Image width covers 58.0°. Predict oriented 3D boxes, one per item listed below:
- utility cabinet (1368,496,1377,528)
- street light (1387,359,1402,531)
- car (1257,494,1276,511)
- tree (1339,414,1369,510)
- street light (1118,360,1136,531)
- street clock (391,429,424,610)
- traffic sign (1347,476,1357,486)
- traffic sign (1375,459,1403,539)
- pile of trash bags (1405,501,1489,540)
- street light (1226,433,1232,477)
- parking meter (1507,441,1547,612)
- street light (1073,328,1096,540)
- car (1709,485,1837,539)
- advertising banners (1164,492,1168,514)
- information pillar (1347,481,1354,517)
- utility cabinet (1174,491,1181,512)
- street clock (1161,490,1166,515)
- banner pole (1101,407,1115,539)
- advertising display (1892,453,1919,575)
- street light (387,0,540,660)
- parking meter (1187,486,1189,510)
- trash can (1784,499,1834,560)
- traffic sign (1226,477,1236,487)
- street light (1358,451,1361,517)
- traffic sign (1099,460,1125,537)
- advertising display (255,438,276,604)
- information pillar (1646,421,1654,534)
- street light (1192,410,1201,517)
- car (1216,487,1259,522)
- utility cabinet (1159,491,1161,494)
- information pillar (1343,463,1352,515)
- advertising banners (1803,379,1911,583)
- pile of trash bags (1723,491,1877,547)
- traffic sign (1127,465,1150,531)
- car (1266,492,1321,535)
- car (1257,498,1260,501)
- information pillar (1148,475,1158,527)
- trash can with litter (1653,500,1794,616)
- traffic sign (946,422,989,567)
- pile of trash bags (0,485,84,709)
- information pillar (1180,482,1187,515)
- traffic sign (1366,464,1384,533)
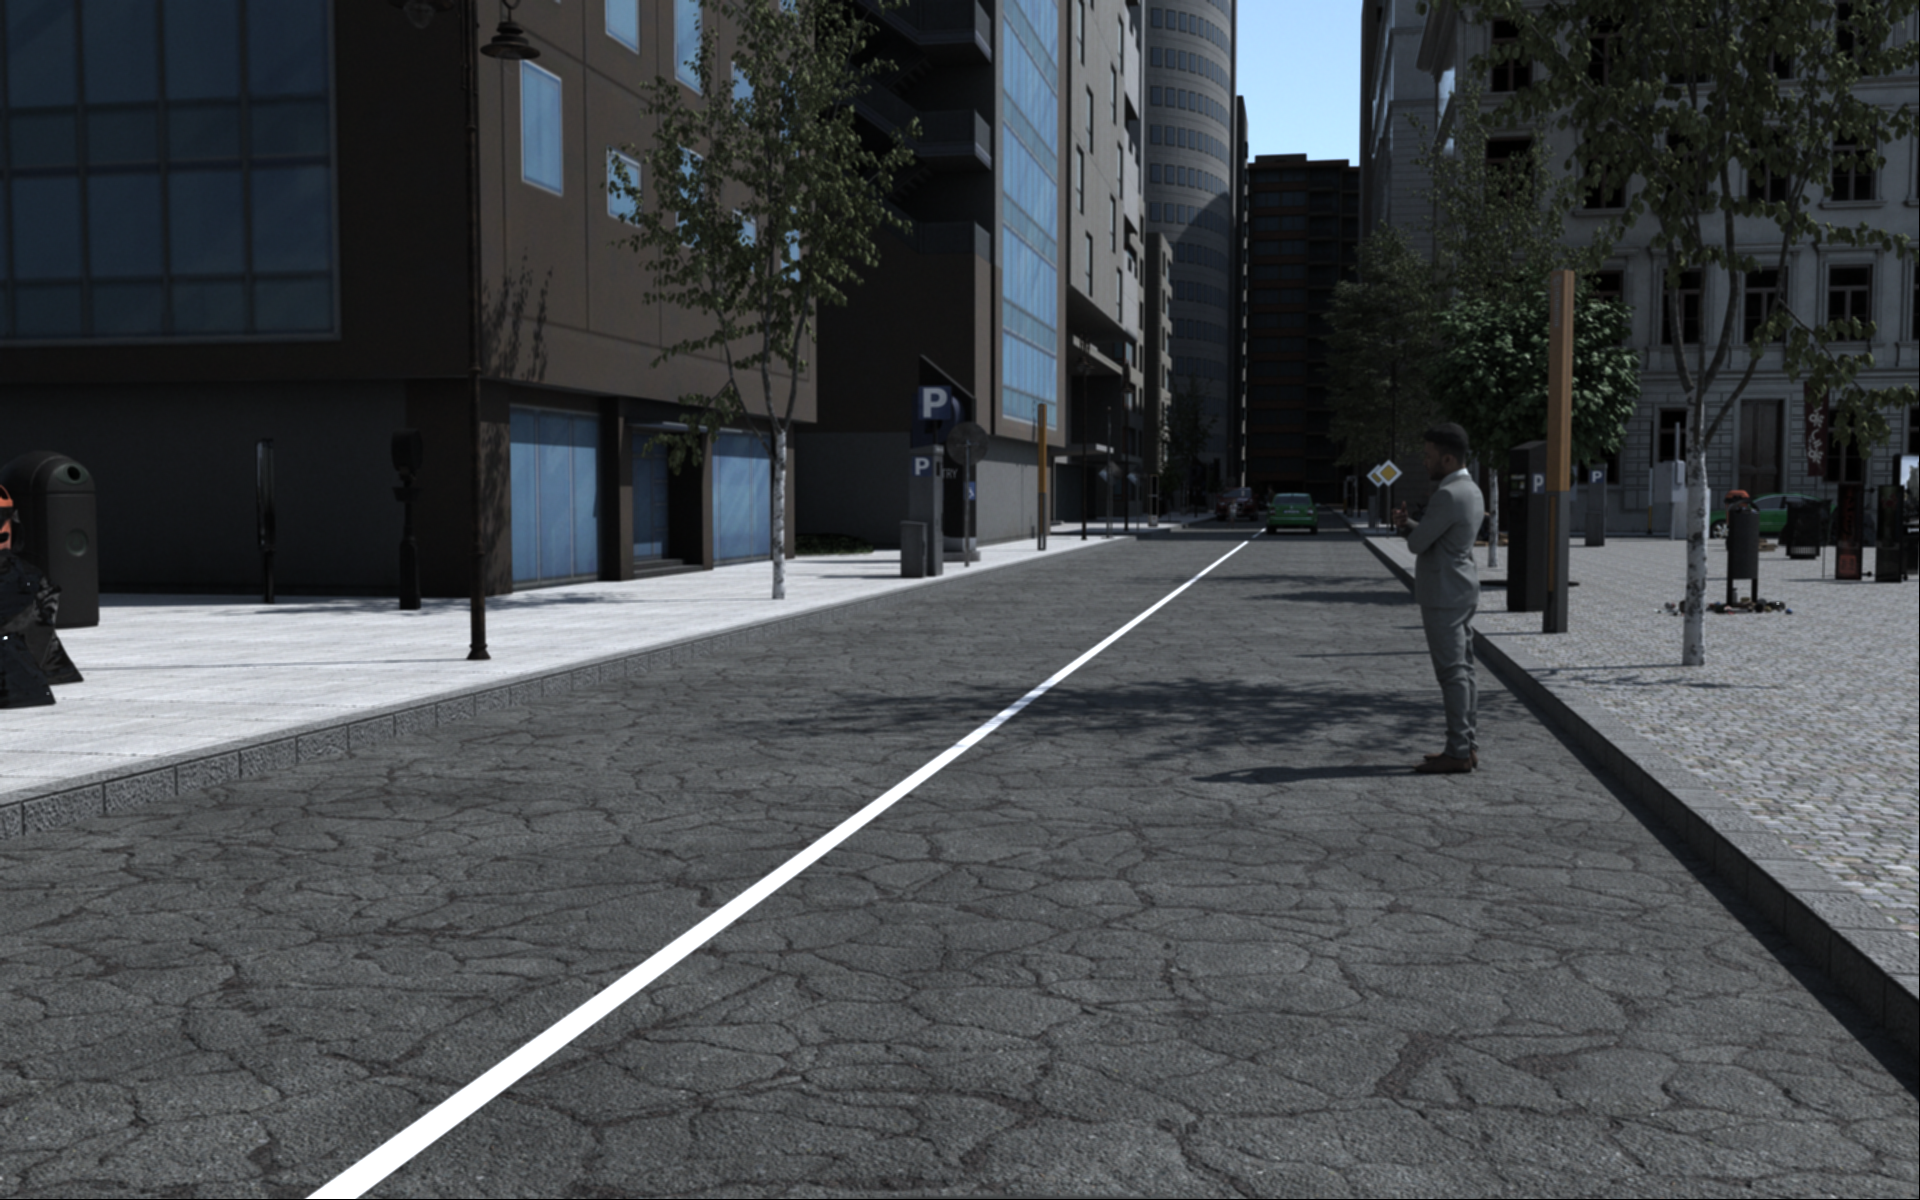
[{"bbox_3d":[15.912,-3.407,66.862,0.306,1.237,1.020,1,4,13],"label":"utility cabinet"},{"bbox_3d":[14.845,-5.294,59.338,0.468,5.910,1.993,1,4,11],"label":"street light"},{"bbox_3d":[27.029,-8.662,151.413,2.009,1.686,4.222,1,4,13],"label":"car"},{"bbox_3d":[31.198,-11.315,135.359,4.360,8.622,3.978,0,3,0],"label":"tree"},{"bbox_3d":[5.769,-5.328,59.900,0.468,5.910,1.993,1,4,11],"label":"street light"},{"bbox_3d":[-6.114,-0.895,19.203,0.358,2.002,0.471,0,4,-3],"label":"street clock"},{"bbox_3d":[22.159,-5.860,97.934,0.606,2.300,0.079,1,4,19],"label":"traffic sign"},{"bbox_3d":[12.339,-2.831,49.922,0.795,2.450,0.064,1,4,11],"label":"traffic sign"},{"bbox_3d":[14.127,-2.313,47.566,3.447,1.369,1.912,-1,4,-9],"label":"pile of trash bags"},{"bbox_3d":[20.166,-9.608,129.881,0.468,5.910,1.993,1,4,11],"label":"street light"},{"bbox_3d":[6.184,-0.806,18.892,0.399,1.863,0.255,-2,4,-35],"label":"parking meter"},{"bbox_3d":[3.471,-4.617,48.277,0.468,5.910,1.993,1,4,11],"label":"street light"},{"bbox_3d":[23.842,-2.588,51.106,4.718,1.807,1.959,1,4,13],"label":"car"},{"bbox_3d":[12.994,-6.895,108.919,0.090,3.025,2.074,0,4,-3],"label":"advertising banners"},{"bbox_3d":[21.689,-5.615,96.302,0.304,2.012,0.304,2,4,24],"label":"information pillar"},{"bbox_3d":[15.660,-6.989,122.951,0.318,1.500,1.173,3,5,43],"label":"utility cabinet"},{"bbox_3d":[12.568,-6.277,107.197,0.358,2.002,0.471,-1,4,-19],"label":"street clock"},{"bbox_3d":[4.315,-3.680,50.191,0.401,3.779,0.863,1,4,10],"label":"banner pole"},{"bbox_3d":[15.106,-1.363,27.502,0.974,1.923,0.123,-2,4,-33],"label":"advertising display"},{"bbox_3d":[-3.737,-2.476,13.267,0.468,5.910,1.993,1,4,11],"label":"street light"},{"bbox_3d":[16.572,-7.411,126.888,0.255,1.863,0.399,2,4,28],"label":"parking meter"},{"bbox_3d":[16.618,-1.374,34.117,0.748,1.137,0.748,0,3,0],"label":"trash can"},{"bbox_3d":[20.005,-7.820,127.969,0.768,2.556,0.104,1,4,14],"label":"traffic sign"},{"bbox_3d":[21.998,-7.493,95.299,0.468,5.910,1.993,1,4,11],"label":"street light"},{"bbox_3d":[4.510,-2.929,51.534,0.795,2.450,0.064,1,4,11],"label":"traffic sign"},{"bbox_3d":[-8.220,-0.936,20.513,0.123,1.923,0.974,-2,4,-27],"label":"advertising display"},{"bbox_3d":[22.114,-3.919,55.429,0.183,3.616,0.504,1,4,22],"label":"information pillar"},{"bbox_3d":[12.964,-7.474,94.991,0.468,5.910,1.993,1,4,11],"label":"street light"},{"bbox_3d":[14.811,-5.114,92.294,2.281,1.827,5.304,1,4,12],"label":"car"},{"bbox_3d":[15.132,-7.641,133.602,1.173,1.500,0.318,-1,4,-18],"label":"utility cabinet"},{"bbox_3d":[24.265,-7.165,108.505,0.504,3.616,0.183,1,4,9],"label":"information pillar"},{"bbox_3d":[13.319,-1.813,25.835,0.090,3.025,2.074,-1,4,-16],"label":"advertising banners"},{"bbox_3d":[20.818,-2.033,42.999,3.447,1.369,1.912,1,4,22],"label":"pile of trash bags"},{"bbox_3d":[6.107,-3.408,59.359,0.795,2.450,0.064,1,4,11],"label":"traffic sign"},{"bbox_3d":[12.035,-3.290,62.584,1.959,1.807,4.718,1,4,12],"label":"car"},{"bbox_3d":[29.318,-9.331,164.358,2.131,1.459,4.920,1,4,12],"label":"car"},{"bbox_3d":[7.517,-3.849,67.416,0.304,2.012,0.304,-1,4,-14],"label":"information pillar"},{"bbox_3d":[8.299,-0.489,19.050,2.233,1.210,1.678,-3,4,-36],"label":"trash can with litter"},{"bbox_3d":[0.123,-1.859,30.501,0.768,2.556,0.104,1,4,12],"label":"traffic sign"},{"bbox_3d":[-6.823,-0.104,11.459,1.912,1.369,3.447,-1,4,-18],"label":"pile of trash bags"},{"bbox_3d":[13.948,-6.328,107.953,0.304,2.012,0.304,3,4,38],"label":"information pillar"},{"bbox_3d":[13.936,-3.309,57.746,0.795,2.450,0.064,1,4,11],"label":"traffic sign"}]
